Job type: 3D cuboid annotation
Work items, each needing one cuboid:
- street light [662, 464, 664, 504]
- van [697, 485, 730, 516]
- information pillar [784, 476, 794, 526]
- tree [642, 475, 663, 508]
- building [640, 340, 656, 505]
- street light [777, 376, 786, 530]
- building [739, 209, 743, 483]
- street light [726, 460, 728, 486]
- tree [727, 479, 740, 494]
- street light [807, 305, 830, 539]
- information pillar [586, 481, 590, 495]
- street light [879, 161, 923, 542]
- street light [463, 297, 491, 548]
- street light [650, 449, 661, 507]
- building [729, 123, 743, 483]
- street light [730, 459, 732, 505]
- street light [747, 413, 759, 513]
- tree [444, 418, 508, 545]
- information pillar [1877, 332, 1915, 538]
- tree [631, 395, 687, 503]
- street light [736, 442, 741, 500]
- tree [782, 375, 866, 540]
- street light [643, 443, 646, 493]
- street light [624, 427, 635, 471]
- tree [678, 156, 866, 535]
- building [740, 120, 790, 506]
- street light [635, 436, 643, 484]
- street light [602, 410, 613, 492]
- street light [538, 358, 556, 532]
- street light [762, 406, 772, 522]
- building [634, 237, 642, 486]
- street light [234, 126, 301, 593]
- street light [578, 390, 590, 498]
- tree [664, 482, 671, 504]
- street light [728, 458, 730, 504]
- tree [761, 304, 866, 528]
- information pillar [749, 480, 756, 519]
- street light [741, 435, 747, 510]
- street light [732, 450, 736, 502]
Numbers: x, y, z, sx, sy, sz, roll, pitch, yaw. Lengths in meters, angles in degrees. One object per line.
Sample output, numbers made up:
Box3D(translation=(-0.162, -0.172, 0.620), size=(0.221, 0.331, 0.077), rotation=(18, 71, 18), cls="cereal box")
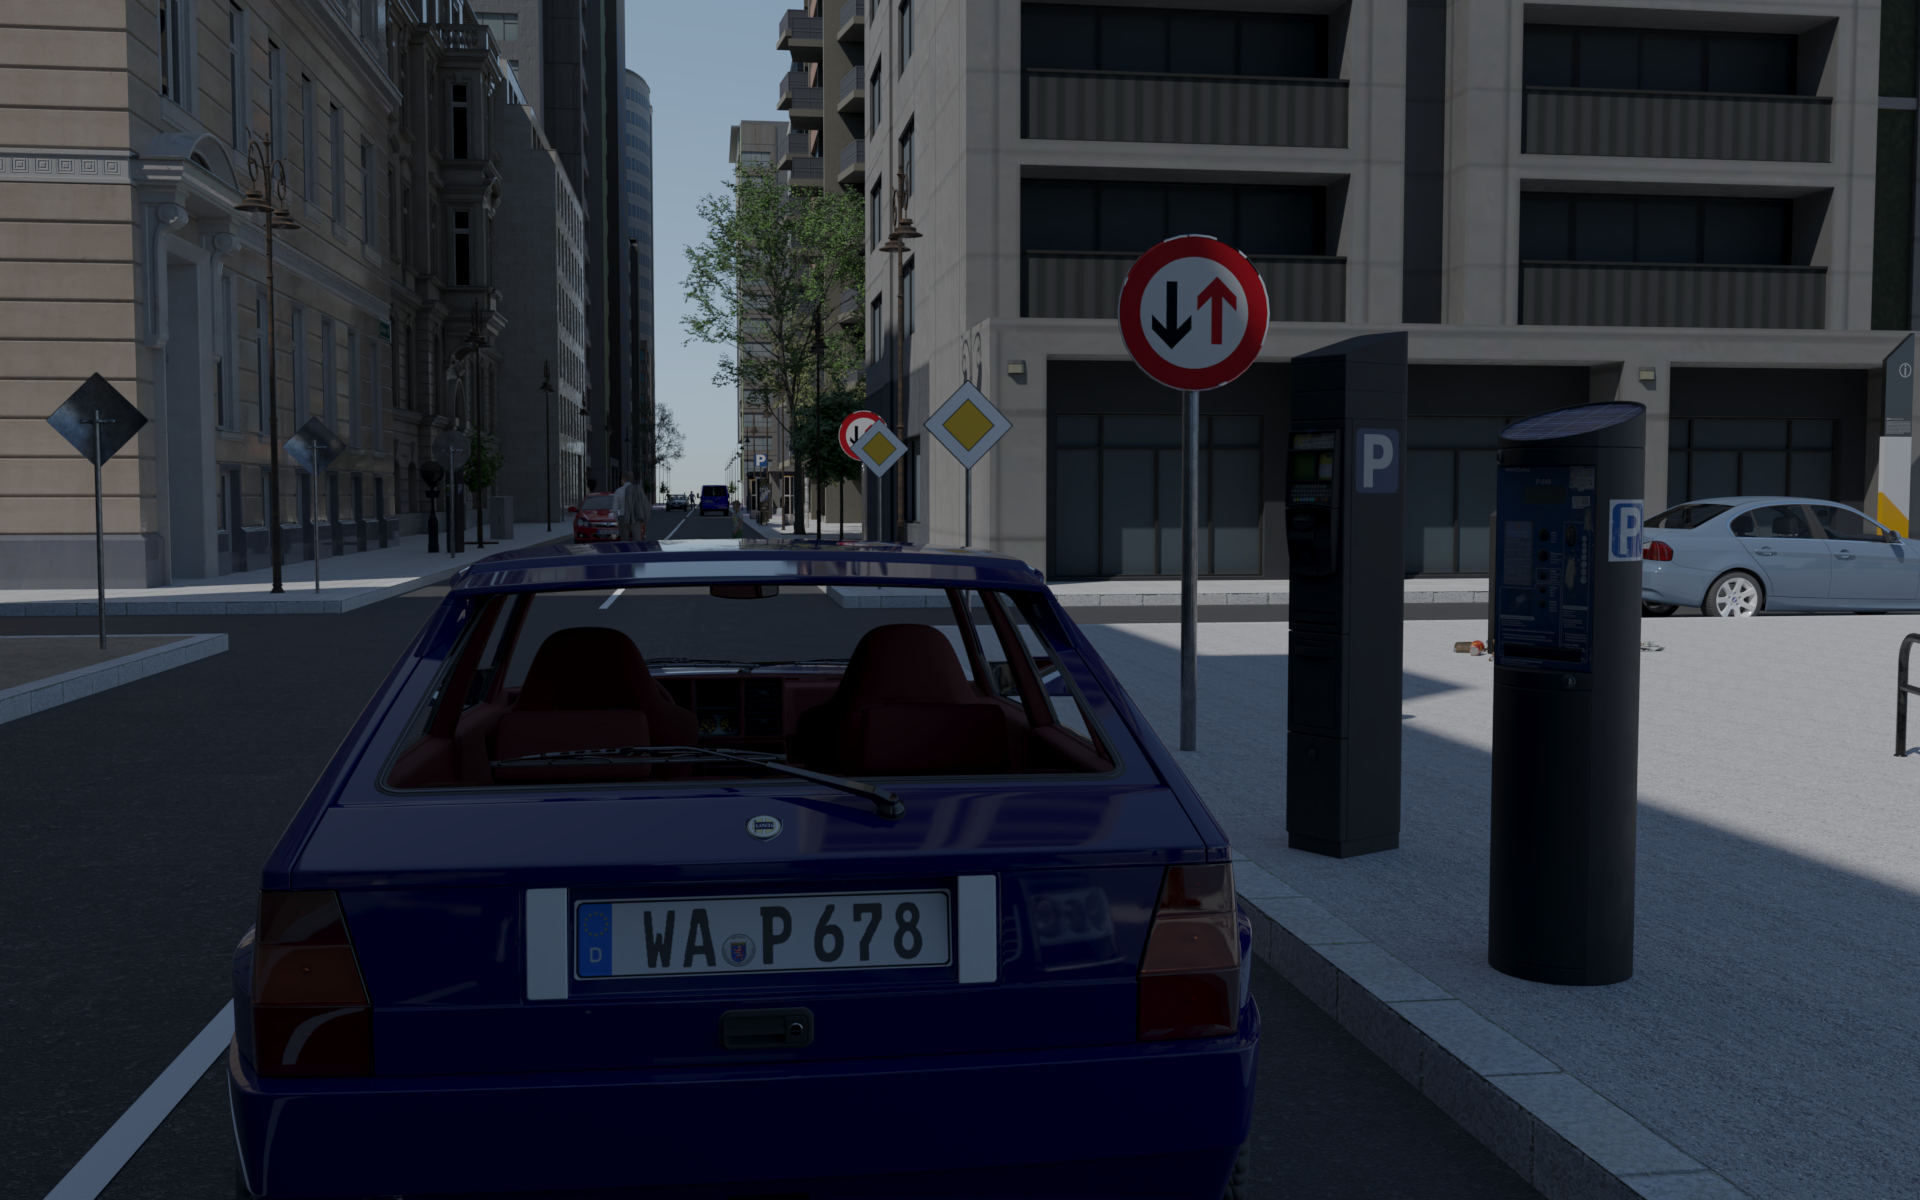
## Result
Box3D(translation=(-34.432, -13.801, 198.432), size=(0.468, 5.910, 1.993), rotation=(-1, 4, -8), cls="street light")
Box3D(translation=(-16.565, -6.861, 116.557), size=(2.240, 2.365, 5.245), rotation=(-1, 4, -9), cls="van")
Box3D(translation=(-6.981, -4.049, 70.692), size=(0.304, 2.012, 0.304), rotation=(2, 4, 25), cls="information pillar")
Box3D(translation=(-28.706, -10.034, 158.651), size=(1.663, 3.219, 1.824), rotation=(0, 3, 0), cls="tree")
Box3D(translation=(-50.836, -22.136, 206.962), size=(27.650, 21.520, 28.899), rotation=(-1, 4, -8), cls="building")
Box3D(translation=(-6.254, -5.406, 61.170), size=(0.468, 5.910, 1.993), rotation=(-1, 4, -8), cls="street light")
Box3D(translation=(-16.116, -34.285, 215.177), size=(22.147, 44.769, 28.867), rotation=(-1, 4, -8), cls="building")
Box3D(translation=(-26.548, -13.952, 200.904), size=(0.468, 5.910, 1.993), rotation=(-1, 4, -8), cls="street light")
Box3D(translation=(-28.515, -13.546, 216.078), size=(1.663, 3.219, 1.824), rotation=(0, 3, 0), cls="tree")
Box3D(translation=(-3.478, -4.265, 42.525), size=(0.468, 5.910, 1.993), rotation=(-1, 4, -8), cls="street light")
Box3D(translation=(-20.508, -5.531, 94.928), size=(0.304, 2.012, 0.304), rotation=(2, 4, 31), cls="information pillar")
Box3D(translation=(-0.840, -3.162, 24.484), size=(0.468, 5.910, 1.993), rotation=(-1, 4, -8), cls="street light")
Box3D(translation=(-11.362, -4.165, 40.884), size=(0.468, 5.910, 1.993), rotation=(-1, 4, -8), cls="street light")
Box3D(translation=(-31.716, -12.695, 180.350), size=(0.468, 5.910, 1.993), rotation=(-1, 4, -8), cls="street light")
Box3D(translation=(-17.685, -40.013, 243.451), size=(28.713, 52.752, 27.495), rotation=(-1, 4, -8), cls="building")
Box3D(translation=(-22.448, -12.247, 173.029), size=(0.468, 5.910, 1.993), rotation=(-1, 4, -8), cls="street light")
Box3D(translation=(-11.810, -7.747, 99.447), size=(0.468, 5.910, 1.993), rotation=(-1, 4, -8), cls="street light")
Box3D(translation=(-12.518, -3.045, 44.386), size=(1.663, 3.219, 1.824), rotation=(0, 3, 0), cls="tree")
Box3D(translation=(13.561, -2.063, 25.091), size=(0.504, 3.616, 0.183), rotation=(-1, 4, -14), cls="information pillar")
Box3D(translation=(-29.585, -14.018, 163.600), size=(8.767, 10.594, 7.601), rotation=(0, 4, 5), cls="tree")
Box3D(translation=(-17.171, -10.003, 136.330), size=(0.468, 5.910, 1.993), rotation=(-1, 4, -8), cls="street light")
Box3D(translation=(-3.356, -3.913, 47.697), size=(4.285, 4.588, 4.351), rotation=(0, 3, 0), cls="tree")
Box3D(translation=(-27.923, -11.041, 153.300), size=(0.468, 5.910, 1.993), rotation=(-1, 4, -8), cls="street light")
Box3D(translation=(-22.324, -8.781, 116.353), size=(0.468, 5.910, 1.993), rotation=(-1, 4, -8), cls="street light")
Box3D(translation=(-5.242, -7.874, 54.498), size=(9.928, 11.665, 9.643), rotation=(0, 3, 0), cls="tree")
Box3D(translation=(-17.369, -31.183, 193.441), size=(14.154, 41.232, 14.086), rotation=(-1, 4, -8), cls="building")
Box3D(translation=(-25.107, -9.883, 134.373), size=(0.468, 5.910, 1.993), rotation=(-1, 4, -8), cls="street light")
Box3D(translation=(-19.834, -7.662, 98.055), size=(0.468, 5.910, 1.993), rotation=(-1, 4, -8), cls="street light")
Box3D(translation=(-14.053, -5.277, 59.068), size=(0.468, 5.910, 1.993), rotation=(-1, 4, -8), cls="street light")
Box3D(translation=(-8.806, -6.510, 79.223), size=(0.468, 5.910, 1.993), rotation=(-1, 4, -8), cls="street light")
Box3D(translation=(-41.749, -25.359, 186.320), size=(14.160, 30.474, 14.107), rotation=(-1, 4, -8), cls="building")
Box3D(translation=(-8.852, -3.027, 22.287), size=(0.468, 5.910, 1.993), rotation=(-1, 4, -8), cls="street light")
Box3D(translation=(-16.718, -6.380, 77.105), size=(0.468, 5.910, 1.993), rotation=(-1, 4, -8), cls="street light")
Box3D(translation=(-38.918, -14.204, 226.834), size=(1.663, 3.219, 1.824), rotation=(0, 3, 0), cls="tree")
Box3D(translation=(-23.986, -12.848, 182.852), size=(0.468, 5.910, 1.993), rotation=(-1, 4, -8), cls="street light")
Box3D(translation=(-5.569, -7.032, 65.330), size=(4.737, 8.622, 4.395), rotation=(0, 3, 0), cls="tree")
Box3D(translation=(-10.635, -5.165, 88.941), size=(0.304, 2.012, 0.304), rotation=(-2, 4, -24), cls="information pillar")
Box3D(translation=(-14.434, -8.864, 117.714), size=(0.468, 5.910, 1.993), rotation=(-1, 4, -8), cls="street light")
Box3D(translation=(-19.791, -11.106, 154.374), size=(0.468, 5.910, 1.993), rotation=(-1, 4, -8), cls="street light")
